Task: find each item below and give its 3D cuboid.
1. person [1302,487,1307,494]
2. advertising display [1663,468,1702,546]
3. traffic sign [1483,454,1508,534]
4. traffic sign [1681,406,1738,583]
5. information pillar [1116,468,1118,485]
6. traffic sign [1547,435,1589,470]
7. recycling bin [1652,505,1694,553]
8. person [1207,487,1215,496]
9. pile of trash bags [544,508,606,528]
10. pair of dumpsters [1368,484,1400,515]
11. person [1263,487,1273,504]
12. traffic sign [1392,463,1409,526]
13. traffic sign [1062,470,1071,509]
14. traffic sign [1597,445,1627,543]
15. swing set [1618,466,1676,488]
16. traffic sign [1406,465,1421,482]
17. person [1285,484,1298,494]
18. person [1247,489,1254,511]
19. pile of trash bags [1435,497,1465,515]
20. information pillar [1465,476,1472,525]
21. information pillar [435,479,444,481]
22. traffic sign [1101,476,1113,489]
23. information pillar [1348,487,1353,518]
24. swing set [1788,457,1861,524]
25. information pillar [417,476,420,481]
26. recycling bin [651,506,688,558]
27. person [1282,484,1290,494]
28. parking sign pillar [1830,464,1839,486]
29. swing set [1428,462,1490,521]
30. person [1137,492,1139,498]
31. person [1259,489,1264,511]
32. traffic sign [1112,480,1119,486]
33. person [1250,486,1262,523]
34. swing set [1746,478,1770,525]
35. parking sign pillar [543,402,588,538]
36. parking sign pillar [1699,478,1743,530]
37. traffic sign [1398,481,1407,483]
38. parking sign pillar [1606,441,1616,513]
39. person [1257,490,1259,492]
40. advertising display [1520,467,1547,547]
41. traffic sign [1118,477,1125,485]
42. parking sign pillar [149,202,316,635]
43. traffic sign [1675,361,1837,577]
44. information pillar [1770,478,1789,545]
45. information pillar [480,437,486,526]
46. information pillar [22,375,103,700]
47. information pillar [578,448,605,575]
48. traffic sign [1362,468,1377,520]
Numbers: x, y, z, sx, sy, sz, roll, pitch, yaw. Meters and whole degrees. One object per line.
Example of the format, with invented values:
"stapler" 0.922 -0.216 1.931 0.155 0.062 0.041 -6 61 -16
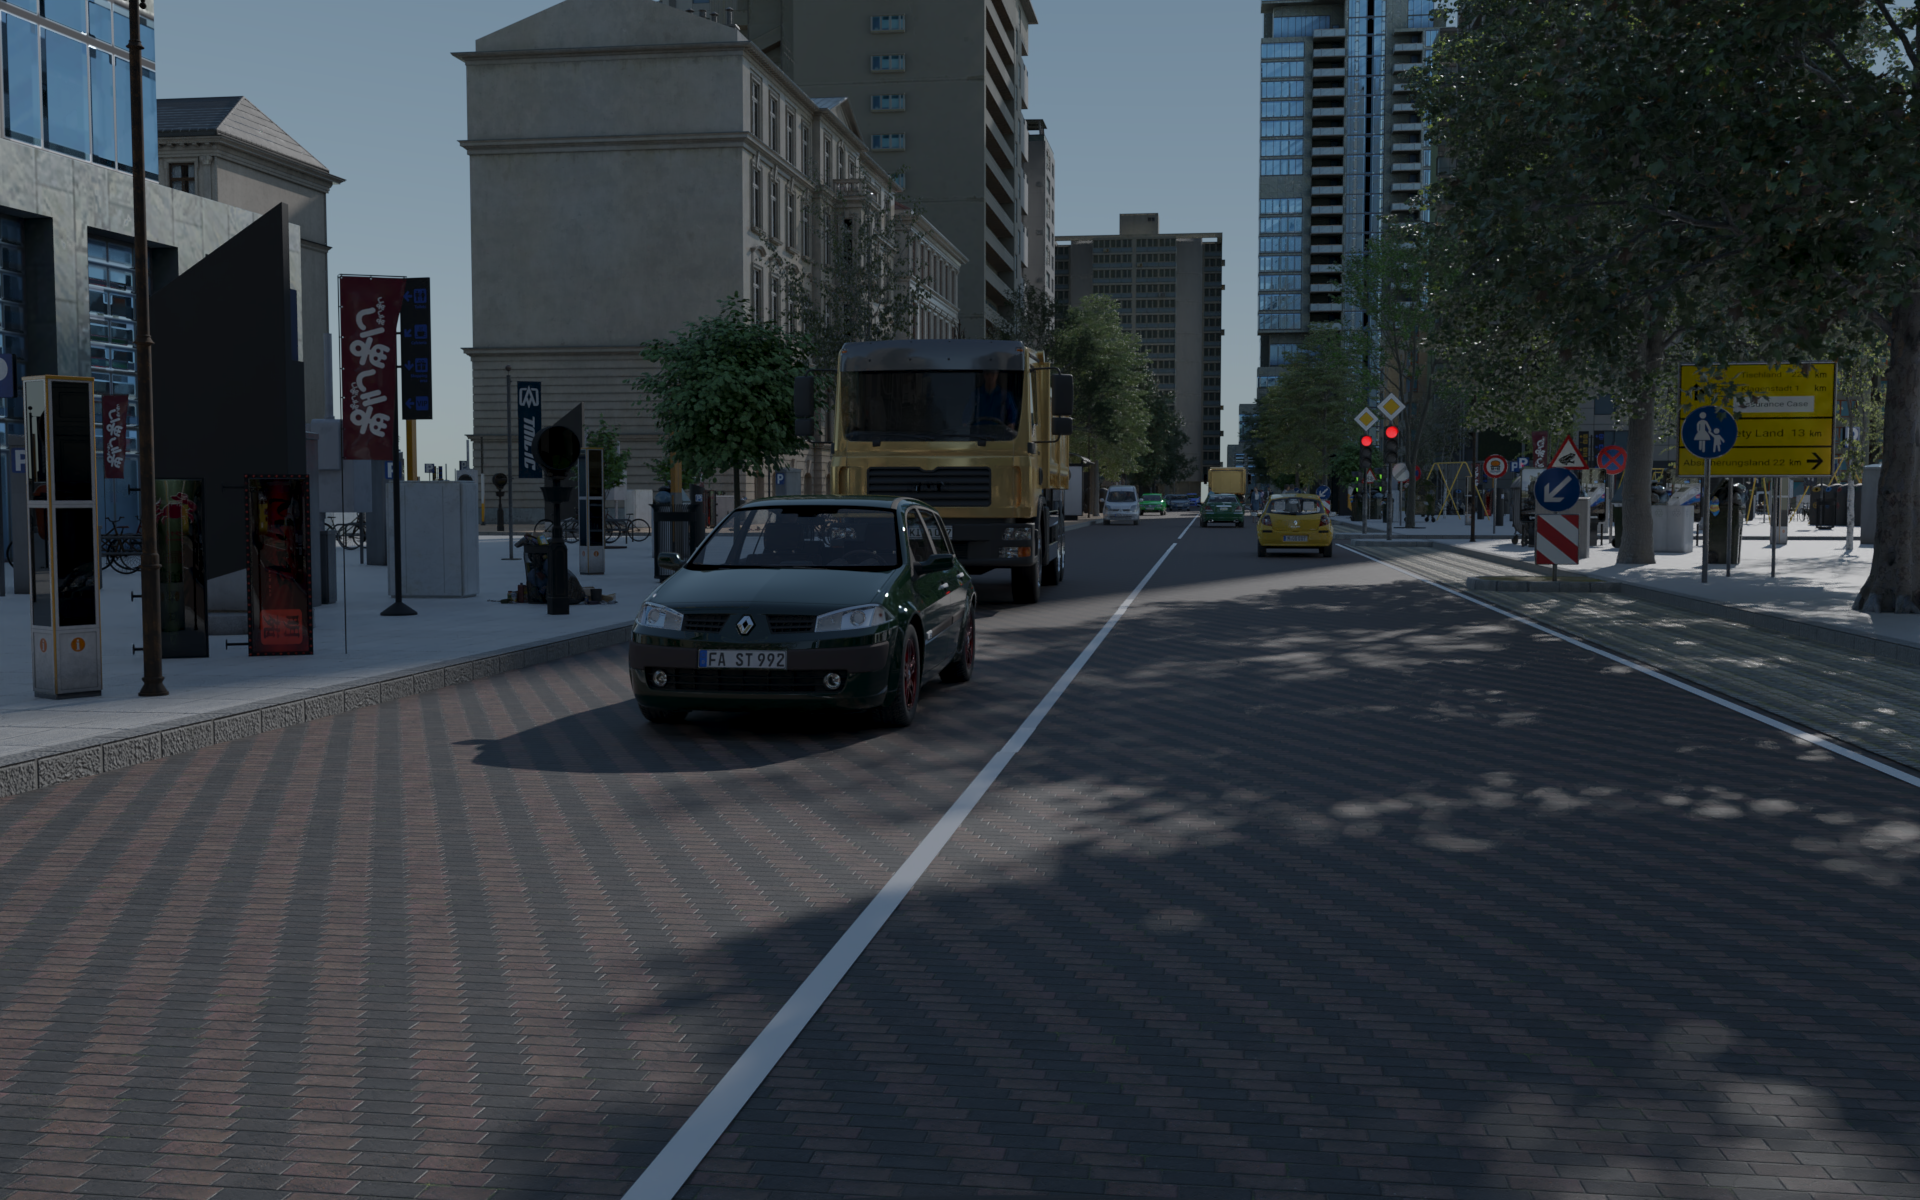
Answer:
"person" 19.731 -5.557 99.129 0.755 1.850 0.659 1 4 19
"advertising display" 17.863 -2.302 42.853 0.974 1.923 0.123 0 4 -6
"traffic sign" 17.232 -3.406 55.798 0.768 2.556 0.104 1 4 16
"traffic sign" 10.769 -1.521 24.974 0.768 2.556 0.104 1 4 9
"information pillar" 10.962 -7.923 120.892 0.183 3.616 0.504 0 4 4
"traffic sign" 13.330 -2.325 38.017 0.884 2.594 0.081 1 4 16
"recycling bin" 15.698 -1.567 38.172 0.722 1.027 0.722 3 4 39
"person" 14.821 -5.749 102.355 0.638 1.841 0.748 -1 4 -18
"pile of trash bags" -15.042 -3.462 66.364 1.912 1.369 3.447 -3 4 -39
"pair of dumpsters" 24.789 -6.031 101.102 1.574 2.255 4.437 1 4 8
"person" 20.343 -6.510 114.304 0.648 1.900 0.474 -2 4 -35
"traffic sign" 17.867 -4.285 70.160 0.768 2.556 0.104 1 4 14
"traffic sign" 4.816 -4.949 81.028 0.768 2.556 0.104 1 4 11
"traffic sign" 16.935 -2.747 45.012 0.768 2.556 0.104 1 4 14
"swing set" 41.548 -6.589 105.349 3.119 2.851 2.862 -1 4 -19
"traffic sign" 19.352 -4.532 74.209 0.768 2.556 0.104 1 4 11
"person" 12.711 -3.520 66.149 0.694 1.812 0.767 1 4 16
"person" 25.007 -8.582 148.439 0.705 1.869 1.348 3 4 38
"pile of trash bags" 29.397 -5.855 105.480 1.912 1.369 3.447 3 5 44
"information pillar" 20.900 -4.069 71.024 0.304 2.012 0.304 0 4 1
"information pillar" -24.952 -4.807 83.083 0.304 2.012 0.304 -3 5 -41
"traffic sign" 10.274 -7.418 121.283 0.884 2.594 0.081 1 4 12
"information pillar" 21.360 -6.295 94.273 0.504 3.616 0.183 -1 4 -18
"swing set" 37.493 -4.684 74.198 2.862 2.851 3.119 1 4 10
"information pillar" -22.564 -4.122 71.882 0.304 2.012 0.304 -1 4 -10
"recycling bin" -5.896 -1.382 35.157 0.722 1.027 0.722 -1 4 -11
"person" 13.588 -3.940 72.768 0.795 1.843 0.661 1 4 21
"parking sign pillar" 55.713 -7.458 110.413 1.447 3.967 1.447 2 4 30
"swing set" 24.067 -5.368 85.395 2.862 2.851 3.119 -1 4 -13
"person" 21.934 -12.462 212.966 1.217 1.736 0.721 -1 4 -18
"person" 26.040 -8.669 150.110 0.599 1.838 0.709 2 4 32
"traffic sign" 11.133 -7.649 125.063 0.884 2.594 0.081 1 4 10
"person" 14.895 -4.811 87.191 0.581 1.822 0.654 1 4 11
"swing set" 32.607 -4.645 73.565 3.119 2.851 2.862 0 4 6
"parking sign pillar" -11.605 -3.832 51.125 1.447 3.967 1.447 1 4 18
"parking sign pillar" 26.977 -4.455 61.308 1.447 3.967 1.447 0 4 4
"traffic sign" 20.728 -5.026 82.184 0.884 2.594 0.081 1 4 13
"parking sign pillar" 32.735 -6.064 87.617 1.447 3.967 1.447 2 4 35
"person" 26.168 -8.794 152.288 0.705 1.822 1.348 1 4 19
"advertising display" 13.849 -2.228 41.647 0.123 1.923 0.974 -2 4 -24
"traffic sign" 12.093 -8.002 130.938 0.768 2.556 0.104 1 4 9
"parking sign pillar" -6.877 -1.702 16.293 1.447 3.967 1.447 0 4 3
"traffic sign" 12.227 -2.007 26.680 2.265 3.308 0.079 1 4 13
"information pillar" 20.851 -2.420 44.060 0.304 2.012 0.304 -2 4 -25
"information pillar" -19.502 -4.858 70.775 0.183 3.616 0.504 -1 4 -10
"information pillar" -5.653 -0.393 10.916 0.304 2.012 0.304 3 4 36
"information pillar" -5.859 -1.409 27.522 0.304 2.012 0.304 -3 5 -40
"traffic sign" 20.360 -5.265 86.087 0.884 2.594 0.081 1 4 16
